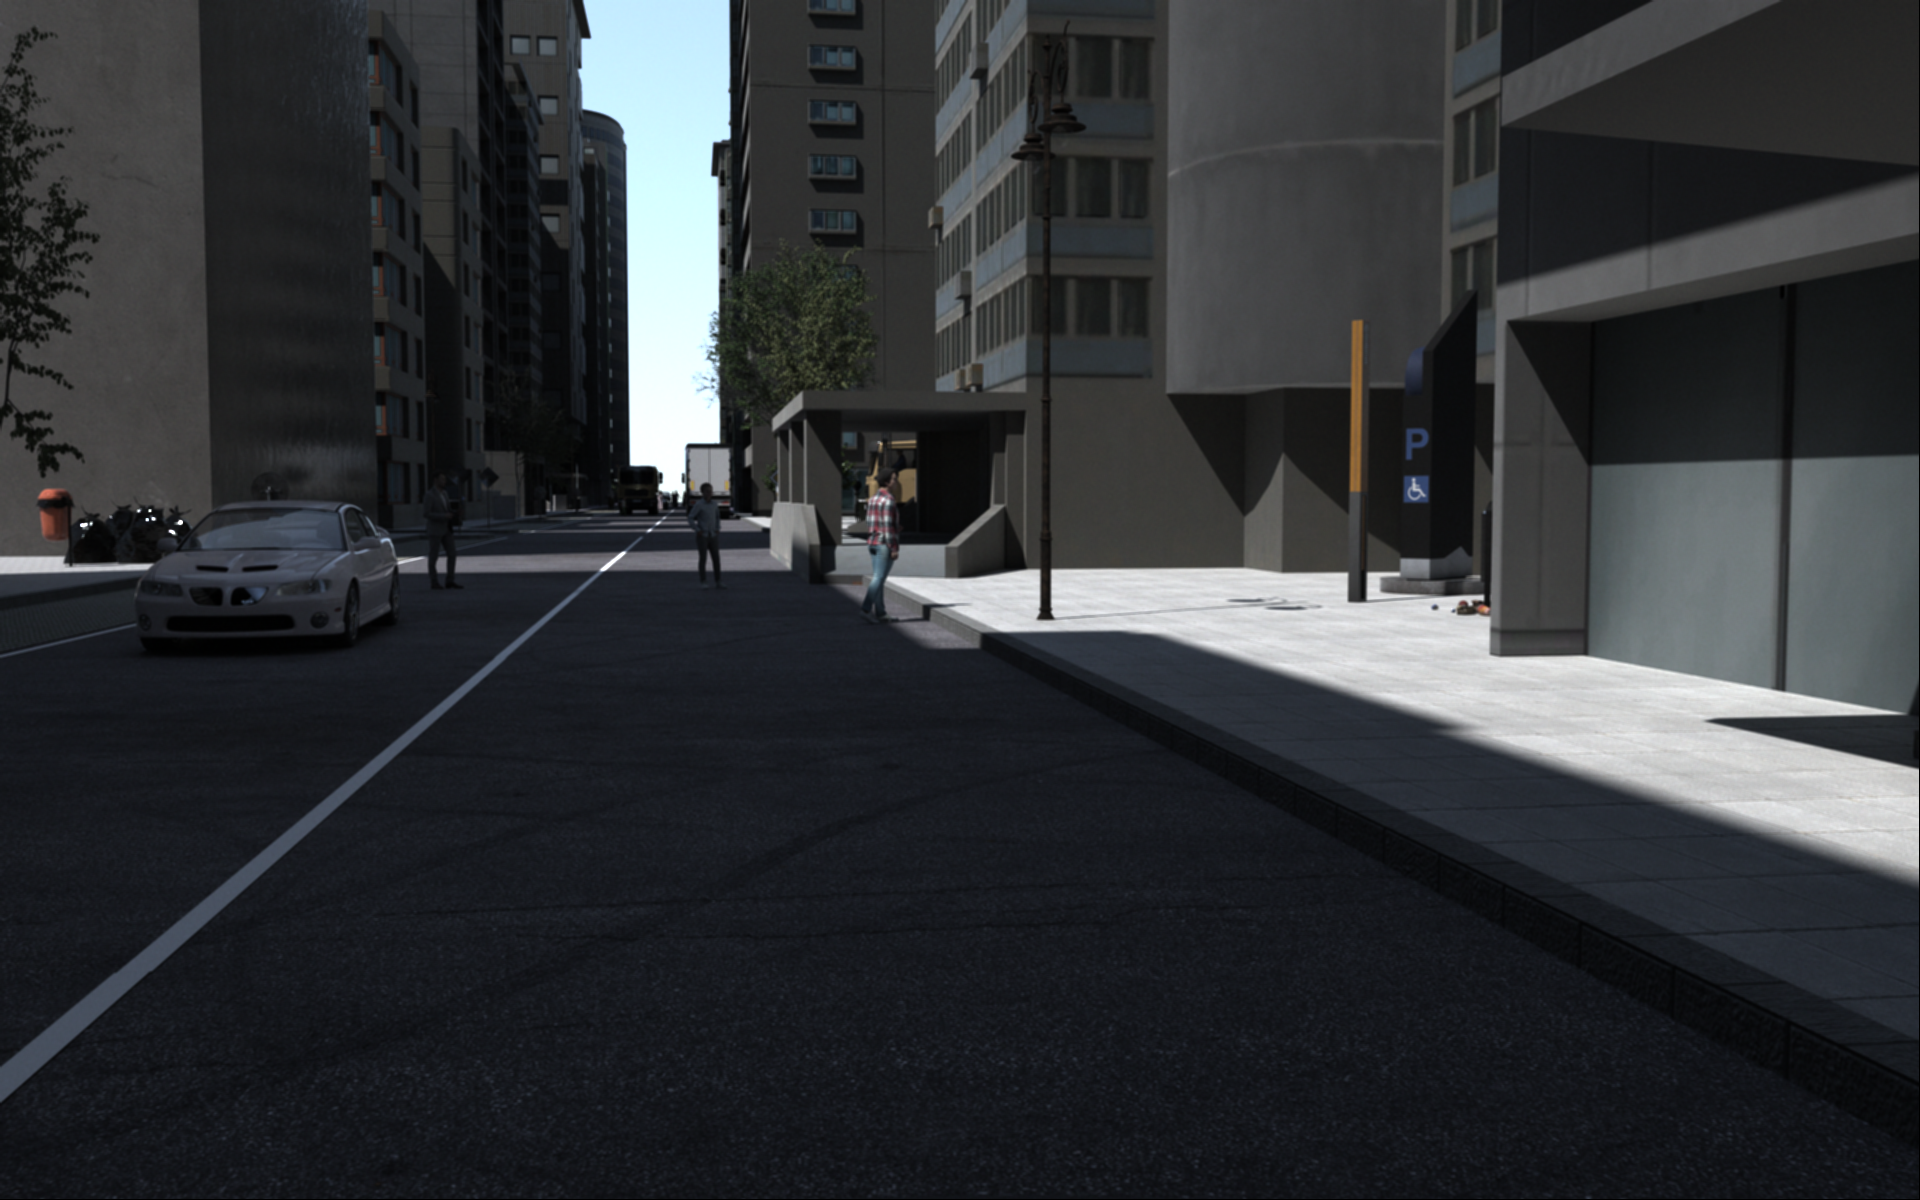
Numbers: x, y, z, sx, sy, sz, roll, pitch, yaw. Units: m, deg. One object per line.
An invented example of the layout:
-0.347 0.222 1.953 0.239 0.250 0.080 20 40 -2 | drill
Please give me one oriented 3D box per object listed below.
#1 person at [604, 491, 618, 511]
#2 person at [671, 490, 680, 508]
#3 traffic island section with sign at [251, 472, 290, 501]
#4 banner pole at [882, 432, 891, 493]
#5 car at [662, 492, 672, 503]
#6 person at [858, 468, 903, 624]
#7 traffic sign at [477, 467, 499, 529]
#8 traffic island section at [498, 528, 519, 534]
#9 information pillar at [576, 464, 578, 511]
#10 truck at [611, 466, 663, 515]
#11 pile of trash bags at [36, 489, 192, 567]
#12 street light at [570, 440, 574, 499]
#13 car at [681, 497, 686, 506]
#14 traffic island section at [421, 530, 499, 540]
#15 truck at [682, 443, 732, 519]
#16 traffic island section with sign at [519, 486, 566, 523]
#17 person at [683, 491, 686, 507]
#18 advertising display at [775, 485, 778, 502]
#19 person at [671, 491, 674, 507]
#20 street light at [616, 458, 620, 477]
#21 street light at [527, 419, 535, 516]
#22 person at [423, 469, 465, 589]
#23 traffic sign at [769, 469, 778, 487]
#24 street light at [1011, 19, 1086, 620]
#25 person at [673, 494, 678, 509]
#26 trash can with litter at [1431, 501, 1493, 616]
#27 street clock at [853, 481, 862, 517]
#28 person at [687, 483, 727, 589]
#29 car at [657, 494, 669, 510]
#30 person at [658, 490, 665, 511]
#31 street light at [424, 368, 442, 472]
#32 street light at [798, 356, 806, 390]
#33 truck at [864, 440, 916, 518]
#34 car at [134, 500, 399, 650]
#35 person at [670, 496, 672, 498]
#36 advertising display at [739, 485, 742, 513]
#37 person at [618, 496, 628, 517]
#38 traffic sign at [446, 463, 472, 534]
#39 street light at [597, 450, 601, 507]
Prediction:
-30.096 -8.572 149.383 1.217 1.736 0.721 0 4 -6 | person
-29.621 -10.532 180.682 1.348 1.826 0.705 3 5 41 | person
-12.198 -1.337 30.487 1.989 1.847 2.006 -1 4 -9 | traffic island section with sign
-2.300 -3.963 54.815 0.401 3.779 0.863 1 4 22 | banner pole
-49.577 -17.267 290.993 2.281 1.827 5.304 -1 4 -10 | car
-0.893 -0.610 19.307 0.643 1.720 0.563 -2 4 -24 | person
-17.236 -3.649 63.309 0.795 2.450 0.064 -1 4 -9 | traffic sign
-17.258 -2.513 63.367 2.009 0.180 2.903 -1 4 -9 | traffic island section
-29.544 -8.694 133.503 0.183 3.616 0.504 -1 4 -10 | information pillar
-22.332 -7.610 120.352 3.469 3.379 9.791 -1 4 -9 | truck
-15.712 -1.363 32.045 1.912 1.369 3.447 1 4 11 | pile of trash bags
-31.048 -10.155 138.819 0.468 5.910 1.993 -1 4 -9 | street light
-32.020 -11.959 205.309 2.009 1.686 4.222 -1 4 -8 | car
-16.038 -2.030 55.476 2.009 0.180 2.903 -1 4 -9 | traffic island section
-14.774 -6.866 101.174 2.839 4.237 11.283 -1 4 -10 | truck
-20.680 -4.698 85.436 1.989 1.847 2.006 -1 4 -9 | traffic island section with sign
-30.401 -11.181 191.830 0.721 1.766 1.217 0 4 2 | person
-7.817 -4.434 77.715 0.974 1.923 0.123 -1 4 -8 | advertising display
-32.168 -11.371 194.950 0.750 1.759 0.617 2 4 32 | person
-43.764 -15.212 221.506 0.468 5.910 1.993 -1 4 -9 | street light
-25.540 -7.985 103.347 0.468 5.910 1.993 -1 4 -9 | street light
-7.774 -1.065 26.119 0.583 1.804 0.606 1 4 14 | person
-6.763 -3.747 64.901 0.795 2.450 0.064 -1 4 -9 | traffic sign
0.875 -2.736 17.527 0.468 5.910 1.993 -1 4 -9 | street light
-28.126 -9.745 171.052 0.599 1.433 0.991 -3 4 -36 | person
6.013 -0.478 18.866 1.678 1.210 2.233 2 4 30 | trash can with litter
-5.634 -5.522 94.858 0.471 2.002 0.358 -3 5 -43 | street clock
-3.824 -0.971 26.189 0.589 1.601 0.330 -2 4 -31 | person
-27.321 -8.985 156.695 2.009 1.686 4.222 -1 4 -9 | car
-25.800 -8.565 149.209 0.621 1.740 0.551 1 4 22 | person
-19.307 -5.554 63.595 0.468 5.910 1.993 -1 4 -9 | street light
-5.040 -5.130 56.663 0.468 5.910 1.993 -1 4 -9 | street light
0.638 -4.074 62.527 9.791 3.379 3.469 0 4 -7 | truck
-6.850 -0.315 17.506 2.083 1.381 4.827 -1 4 -10 | car
-46.389 -16.415 280.137 1.065 1.426 0.557 -1 4 -12 | person
-14.933 -6.882 117.741 0.123 1.923 0.974 0 4 -5 | advertising display
-20.715 -5.734 106.491 0.590 1.304 0.306 0 4 1 | person
-16.016 -3.167 55.417 0.795 2.450 0.064 -1 4 -9 | traffic sign
-37.096 -12.569 178.291 0.468 5.910 1.993 -1 4 -9 | street light
